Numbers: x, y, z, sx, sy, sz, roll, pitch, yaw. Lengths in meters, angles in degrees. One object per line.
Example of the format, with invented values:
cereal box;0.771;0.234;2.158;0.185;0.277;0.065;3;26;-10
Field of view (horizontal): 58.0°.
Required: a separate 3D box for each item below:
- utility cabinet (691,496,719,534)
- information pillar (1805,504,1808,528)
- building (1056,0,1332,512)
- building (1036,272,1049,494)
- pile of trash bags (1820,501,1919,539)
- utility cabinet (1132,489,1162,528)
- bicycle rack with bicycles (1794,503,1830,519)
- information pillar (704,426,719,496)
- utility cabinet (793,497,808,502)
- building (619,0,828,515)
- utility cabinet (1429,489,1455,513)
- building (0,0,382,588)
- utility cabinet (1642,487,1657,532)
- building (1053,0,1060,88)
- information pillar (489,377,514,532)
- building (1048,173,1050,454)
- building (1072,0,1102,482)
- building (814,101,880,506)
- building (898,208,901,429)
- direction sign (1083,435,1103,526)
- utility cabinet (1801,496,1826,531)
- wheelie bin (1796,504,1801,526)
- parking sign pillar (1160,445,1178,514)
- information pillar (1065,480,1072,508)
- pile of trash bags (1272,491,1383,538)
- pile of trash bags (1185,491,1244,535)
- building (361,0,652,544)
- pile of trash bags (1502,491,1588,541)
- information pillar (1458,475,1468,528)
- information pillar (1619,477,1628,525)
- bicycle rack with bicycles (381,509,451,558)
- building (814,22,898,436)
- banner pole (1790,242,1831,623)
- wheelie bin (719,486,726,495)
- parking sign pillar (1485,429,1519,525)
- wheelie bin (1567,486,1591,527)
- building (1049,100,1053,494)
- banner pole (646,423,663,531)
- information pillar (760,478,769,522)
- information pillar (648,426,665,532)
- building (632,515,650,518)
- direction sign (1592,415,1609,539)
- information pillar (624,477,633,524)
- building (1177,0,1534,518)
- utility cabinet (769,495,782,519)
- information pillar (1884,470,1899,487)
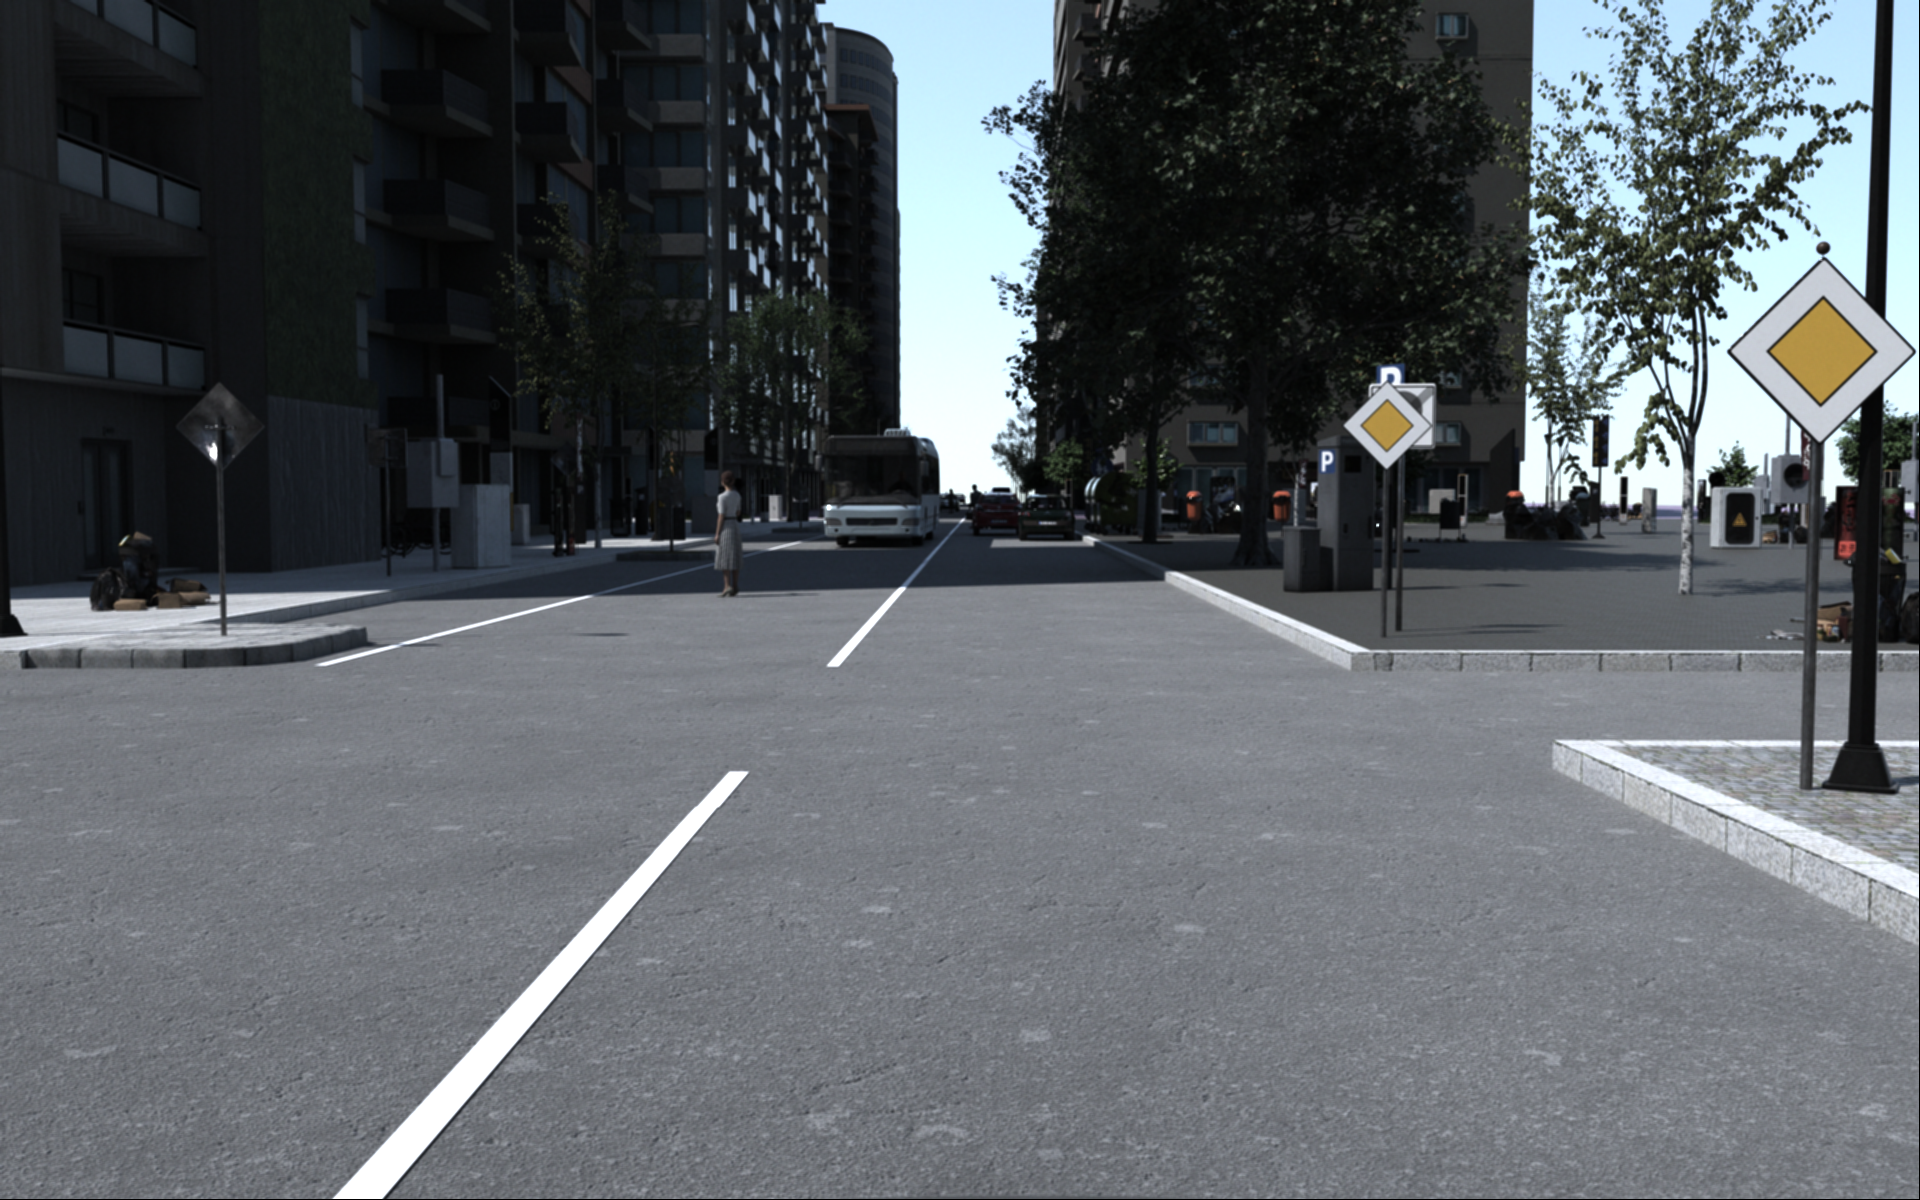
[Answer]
utility cabinet;-8.216;-2.763;56.344;1.020;1.237;0.306;0;4;-1
information pillar;23.192;-2.607;47.116;0.304;2.012;0.304;1;4;16
building;19.473;-32.306;151.903;21.300;48.544;21.600;0;4;1
building;16.717;-27.543;222.027;14.160;30.474;14.107;0;4;1
pile of trash bags;26.141;-2.408;49.115;1.912;1.369;3.447;-1;4;-23
utility cabinet;6.996;-3.458;65.209;1.173;1.500;0.318;2;4;30
bicycle rack with bicycles;33.067;-3.231;66.217;2.852;0.926;2.925;0;4;4
information pillar;-8.462;-4.142;59.083;0.504;3.616;0.183;0;4;-7
utility cabinet;-8.032;-4.653;87.233;0.306;1.237;1.020;-2;4;-35
building;-22.303;-31.624;136.664;23.786;49.044;30.456;0;4;1
utility cabinet;23.068;-4.541;82.921;1.173;1.500;0.318;3;4;37
building;-18.269;-20.906;25.402;14.154;41.232;14.086;0;4;1
utility cabinet;23.045;-3.008;57.858;0.318;1.500;1.173;2;4;29
building;21.165;-48.937;238.372;20.563;71.187;20.611;0;4;1
information pillar;-9.154;-2.640;34.525;0.504;3.616;0.183;1;4;19
building;17.708;-34.065;207.072;14.600;45.320;14.200;0;4;1
building;19.591;-28.881;126.826;22.147;44.769;28.867;0;4;1
building;-20.352;-32.826;191.323;22.147;44.769;28.867;0;4;1
building;-15.620;-34.090;240.962;14.154;41.232;14.086;0;4;1
direction sign;5.116;-4.578;66.852;0.876;3.537;0.379;-2;4;-27
utility cabinet;29.247;-2.948;59.354;1.020;1.237;0.306;-2;4;-32
wheelie bin;34.263;-3.790;69.874;0.980;1.594;0.693;-1;4;-12
parking sign pillar;10.515;-6.145;88.935;1.447;3.967;1.447;3;4;37
information pillar;5.468;-5.067;87.336;0.304;2.012;0.304;0;4;-1
pile of trash bags;11.051;-2.567;51.717;3.447;1.369;1.912;1;4;8
pile of trash bags;8.149;-2.800;55.528;1.912;1.369;3.447;2;4;33
building;-22.611;-24.601;56.849;22.147;44.769;28.867;0;4;1
pile of trash bags;16.334;-2.414;49.215;1.912;1.369;3.447;0;4;-6
information pillar;18.947;-3.717;65.263;0.304;2.012;0.304;2;4;29
information pillar;27.789;-4.161;72.532;0.304;2.012;0.304;1;4;17
bicycle rack with bicycles;-12.149;-1.370;35.777;2.925;0.926;2.852;0;4;4
building;-19.038;-41.430;219.374;21.231;58.520;28.212;0;4;1
banner pole;8.447;-1.655;17.082;0.401;3.779;0.863;2;4;29
wheelie bin;-9.867;-3.862;71.052;0.980;1.594;0.693;-2;4;-25
parking sign pillar;22.625;-5.108;71.994;1.447;3.967;1.447;-2;4;-26
wheelie bin;24.389;-3.689;68.225;0.693;1.594;0.980;-2;4;-29
building;20.736;-34.523;188.145;21.300;48.544;21.600;0;4;1
banner pole;-10.775;-4.332;60.840;0.863;3.779;0.401;-3;5;-42
information pillar;-8.876;-4.536;78.661;0.304;2.012;0.304;2;4;29
information pillar;-10.309;-4.106;58.496;0.504;3.616;0.183;2;4;35
building;-22.940;-29.728;105.660;23.786;49.044;30.456;0;4;1
direction sign;18.484;-3.549;50.031;0.379;3.537;0.876;0;4;-8
information pillar;-14.210;-4.265;74.229;0.304;2.012;0.304;0;4;-5
building;19.570;-29.168;100.591;21.300;48.544;21.600;0;4;1
utility cabinet;-9.640;-4.794;89.550;1.020;1.237;0.306;3;5;42
information pillar;28.635;-2.985;53.293;0.304;2.012;0.304;-1;4;-14
